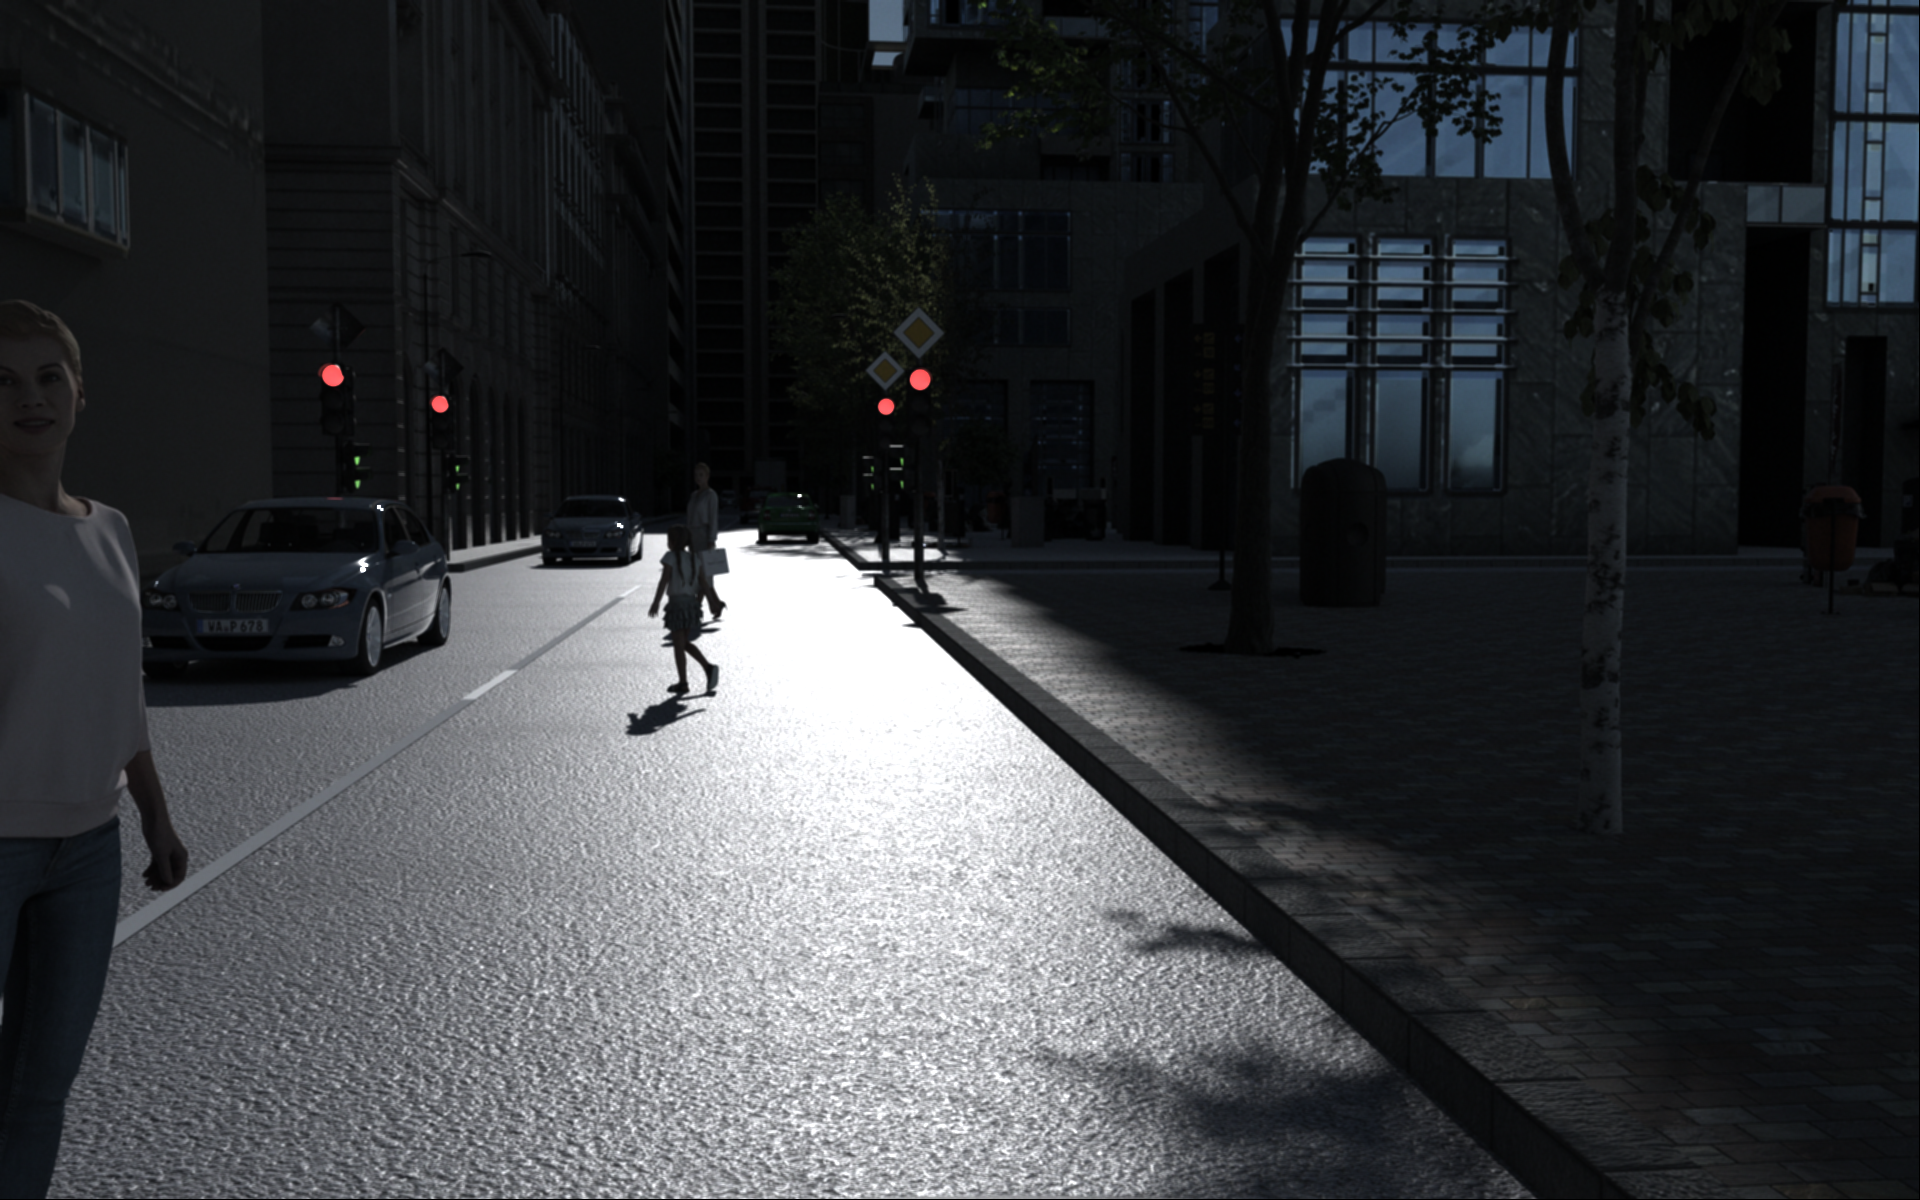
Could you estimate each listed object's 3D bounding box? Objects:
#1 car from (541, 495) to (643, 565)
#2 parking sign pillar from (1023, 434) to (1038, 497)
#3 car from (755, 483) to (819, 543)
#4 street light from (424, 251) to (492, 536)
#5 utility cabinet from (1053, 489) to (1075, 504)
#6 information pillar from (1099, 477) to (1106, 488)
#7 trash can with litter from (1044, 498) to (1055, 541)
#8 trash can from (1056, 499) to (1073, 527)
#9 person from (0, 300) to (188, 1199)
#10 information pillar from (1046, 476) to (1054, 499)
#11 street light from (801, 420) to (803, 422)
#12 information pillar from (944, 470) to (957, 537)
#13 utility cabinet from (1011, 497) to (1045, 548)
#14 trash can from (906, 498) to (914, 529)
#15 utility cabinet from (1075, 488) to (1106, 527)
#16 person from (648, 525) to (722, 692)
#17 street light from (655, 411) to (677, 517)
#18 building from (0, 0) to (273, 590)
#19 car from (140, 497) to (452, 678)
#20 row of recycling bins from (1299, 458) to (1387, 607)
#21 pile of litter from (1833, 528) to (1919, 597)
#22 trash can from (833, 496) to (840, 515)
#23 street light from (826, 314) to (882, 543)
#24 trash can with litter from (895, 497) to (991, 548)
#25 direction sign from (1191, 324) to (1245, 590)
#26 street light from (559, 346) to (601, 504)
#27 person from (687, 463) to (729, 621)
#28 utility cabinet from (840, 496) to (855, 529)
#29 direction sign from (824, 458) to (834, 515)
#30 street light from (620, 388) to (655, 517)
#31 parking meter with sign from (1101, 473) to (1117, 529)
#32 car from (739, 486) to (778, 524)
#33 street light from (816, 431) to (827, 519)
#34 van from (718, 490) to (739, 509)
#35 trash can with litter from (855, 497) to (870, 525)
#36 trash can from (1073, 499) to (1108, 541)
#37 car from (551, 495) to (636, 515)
[{"bbox_3d":[-7.684,-1.496,36.460,2.014,1.417,4.499,0,4,-6],"label":"car"},{"bbox_3d":[3.170,-5.454,77.646,1.447,3.967,1.447,1,4,14],"label":"parking sign pillar"},{"bbox_3d":[-5.212,-2.663,52.343,1.959,1.807,4.718,0,4,-7],"label":"car"},{"bbox_3d":[-9.665,-3.713,33.255,1.470,5.913,1.316,0,4,-6],"label":"street light"},{"bbox_3d":[4.487,-4.116,75.976,1.173,1.500,0.318,-1,4,-22],"label":"utility cabinet"},{"bbox_3d":[6.227,-4.355,75.699,0.304,2.012,0.304,0,4,-1],"label":"information pillar"},{"bbox_3d":[2.088,-2.178,47.000,0.624,1.170,1.055,-3,5,-40],"label":"trash can with litter"},{"bbox_3d":[3.367,-2.614,54.397,0.748,1.137,0.748,0,3,0],"label":"trash can"},{"bbox_3d":[-1.677,0.392,2.759,0.598,1.740,0.731,1,4,9],"label":"person"},{"bbox_3d":[3.730,-4.142,72.210,0.304,2.012,0.304,0,4,-3],"label":"information pillar"},{"bbox_3d":[-7.286,-7.037,87.596,1.470,5.913,1.316,0,4,-6],"label":"street light"},{"bbox_3d":[-0.281,-2.919,52.223,0.304,2.012,0.304,2,4,25],"label":"information pillar"},{"bbox_3d":[1.625,-1.865,41.661,0.306,1.237,1.020,3,4,37],"label":"utility cabinet"},{"bbox_3d":[-1.641,-3.229,64.452,0.748,1.137,0.748,0,3,0],"label":"trash can"},{"bbox_3d":[5.054,-3.524,66.293,0.318,1.500,1.173,-3,5,-43],"label":"utility cabinet"},{"bbox_3d":[-1.995,0.064,12.470,0.382,1.210,0.505,3,4,37],"label":"person"},{"bbox_3d":[-16.483,-7.600,96.807,1.470,5.913,1.316,0,4,-6],"label":"street light"},{"bbox_3d":[-19.216,-23.741,11.864,21.600,48.544,21.300,0,4,-6],"label":"building"},{"bbox_3d":[-5.628,-0.189,15.091,2.014,1.417,4.499,0,4,-5],"label":"car"},{"bbox_3d":[4.699,-0.863,21.216,1.069,1.692,3.534,1,4,15],"label":"row of recycling bins"},{"bbox_3d":[11.921,-0.480,21.813,1.176,0.858,1.719,-1,4,-22],"label":"pile of litter"},{"bbox_3d":[-7.263,-5.673,104.405,0.748,1.137,0.748,0,3,0],"label":"trash can"},{"bbox_3d":[-2.634,-4.428,44.939,1.470,5.913,1.316,0,4,-6],"label":"street light"},{"bbox_3d":[-0.512,-1.869,41.617,2.233,1.210,1.678,2,4,32],"label":"trash can with litter"},{"bbox_3d":[3.514,-1.904,23.129,0.876,3.537,0.379,0,4,-4],"label":"direction sign"},{"bbox_3d":[-11.990,-5.013,54.509,1.470,5.913,1.316,0,4,-6],"label":"street light"},{"bbox_3d":[-2.857,-0.654,19.554,0.624,1.780,0.694,-2,4,-32],"label":"person"},{"bbox_3d":[-4.133,-3.222,63.840,0.306,1.237,1.020,1,4,14],"label":"utility cabinet"},{"bbox_3d":[-8.191,-7.103,108.134,0.876,3.537,0.379,3,5,41],"label":"direction sign"},{"bbox_3d":[-14.241,-6.305,75.629,1.470,5.913,1.316,0,4,-6],"label":"street light"},{"bbox_3d":[5.930,-4.139,63.939,1.738,3.016,0.543,1,4,9],"label":"parking meter with sign"},{"bbox_3d":[-9.610,-4.606,83.987,2.281,1.827,5.304,0,4,-5],"label":"car"},{"bbox_3d":[-5.112,-5.745,66.467,1.470,5.913,1.316,0,4,-6],"label":"street light"},{"bbox_3d":[-22.392,-9.813,167.460,2.013,2.044,4.112,0,4,-6],"label":"van"},{"bbox_3d":[-3.950,-3.717,72.159,0.624,1.170,1.055,2,4,26],"label":"trash can with litter"},{"bbox_3d":[3.711,-2.212,47.820,0.748,1.137,0.748,0,3,0],"label":"trash can"},{"bbox_3d":[-8.771,-1.822,41.798,2.014,1.417,4.499,0,4,-4],"label":"car"}]
